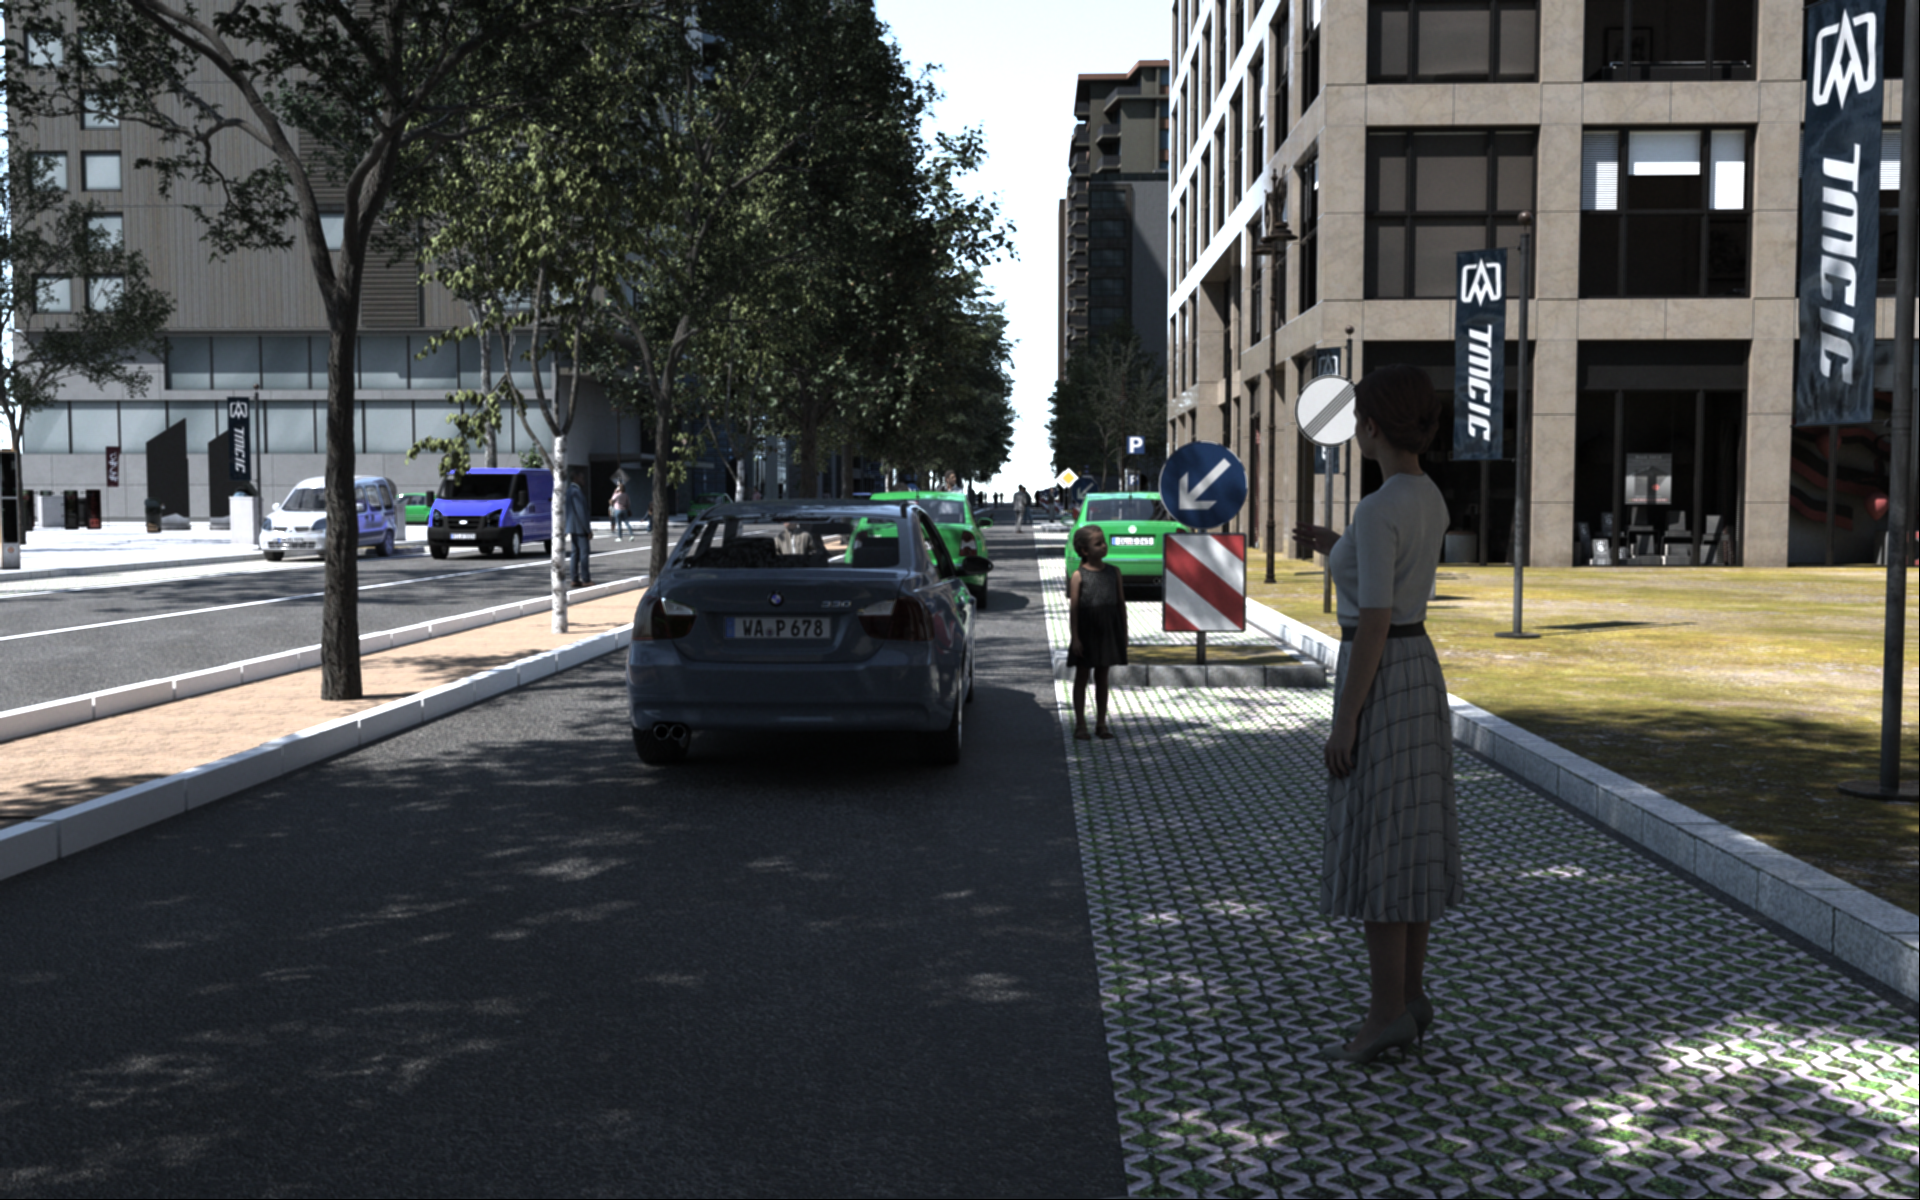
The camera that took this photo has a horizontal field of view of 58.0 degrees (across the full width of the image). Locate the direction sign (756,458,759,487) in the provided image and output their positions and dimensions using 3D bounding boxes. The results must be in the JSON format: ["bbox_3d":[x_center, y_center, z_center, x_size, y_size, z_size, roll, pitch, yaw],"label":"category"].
[{"bbox_3d":[-12.827,-7.214,109.951,0.379,3.537,0.876,0,4,2],"label":"direction sign"}]

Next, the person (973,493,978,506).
[{"bbox_3d":[1.681,-12.019,205.085,0.705,1.814,1.350,-3,5,-42],"label":"person"}]

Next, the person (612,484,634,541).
[{"bbox_3d":[-10.215,-2.665,52.668,0.593,1.750,0.643,-3,5,-42],"label":"person"}]

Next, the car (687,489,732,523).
[{"bbox_3d":[-12.030,-4.600,84.002,1.959,1.807,4.718,0,4,2],"label":"car"}]

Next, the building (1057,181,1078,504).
[{"bbox_3d":[21.293,-36.981,254.750,14.600,45.320,14.200,0,4,2],"label":"building"}]

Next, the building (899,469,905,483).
[{"bbox_3d":[-21.168,-26.626,280.366,27.650,21.520,28.899,0,4,2],"label":"building"}]

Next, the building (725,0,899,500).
[{"bbox_3d":[-19.642,-57.195,247.813,22.319,86.520,31.000,0,4,2],"label":"building"}]

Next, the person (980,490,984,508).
[{"bbox_3d":[2.284,-10.538,180.799,0.705,1.823,1.348,-1,4,-8],"label":"person"}]

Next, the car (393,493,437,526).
[{"bbox_3d":[-22.076,-3.716,69.550,4.718,1.807,1.959,0,4,3],"label":"car"}]

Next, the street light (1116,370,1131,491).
[{"bbox_3d":[6.111,-5.637,64.960,0.468,5.910,1.993,0,4,2],"label":"street light"}]

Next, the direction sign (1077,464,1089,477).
[{"bbox_3d":[9.161,-8.398,129.298,0.876,3.537,0.379,0,4,-2],"label":"direction sign"}]

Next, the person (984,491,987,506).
[{"bbox_3d":[2.913,-12.063,205.600,0.599,1.838,0.709,-1,4,-23],"label":"person"}]

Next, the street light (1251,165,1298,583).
[{"bbox_3d":[4.467,-3.179,24.759,0.468,5.910,1.993,0,4,2],"label":"street light"}]

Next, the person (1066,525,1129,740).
[{"bbox_3d":[0.810,0.187,10.117,0.362,1.253,0.373,-1,4,-14],"label":"person"}]

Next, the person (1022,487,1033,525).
[{"bbox_3d":[3.097,-4.445,81.517,0.721,1.781,0.623,-2,4,-29],"label":"person"}]

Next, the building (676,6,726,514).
[{"bbox_3d":[-23.877,-49.681,124.958,22.319,86.520,31.000,0,4,2],"label":"building"}]

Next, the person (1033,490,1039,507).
[{"bbox_3d":[7.877,-10.251,175.728,1.348,1.869,0.705,-3,4,-38],"label":"person"}]

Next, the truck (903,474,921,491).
[{"bbox_3d":[-4.634,-12.461,193.490,2.967,4.110,18.799,0,4,0],"label":"truck"}]

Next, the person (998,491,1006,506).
[{"bbox_3d":[5.124,-12.595,214.449,1.348,1.821,0.705,2,4,34],"label":"person"}]

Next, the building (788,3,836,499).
[{"bbox_3d":[-23.777,-37.989,163.120,21.231,58.520,28.212,0,4,2],"label":"building"}]

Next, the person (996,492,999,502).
[{"bbox_3d":[6.365,-17.730,298.403,1.348,1.821,0.705,-1,4,-15],"label":"person"}]

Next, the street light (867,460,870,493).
[{"bbox_3d":[-10.159,-13.435,192.448,0.468,5.910,1.993,0,4,2],"label":"street light"}]

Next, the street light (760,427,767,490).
[{"bbox_3d":[-13.047,-8.656,114.313,0.468,5.910,1.993,0,4,2],"label":"street light"}]

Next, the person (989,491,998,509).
[{"bbox_3d":[3.358,-9.922,171.260,0.750,1.759,0.617,-2,4,-30],"label":"person"}]

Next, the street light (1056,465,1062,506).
[{"bbox_3d":[12.558,-15.351,223.770,0.468,5.910,1.993,0,4,2],"label":"street light"}]

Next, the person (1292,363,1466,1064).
[{"bbox_3d":[1.024,0.283,4.443,0.524,1.755,0.480,2,4,34],"label":"person"}]

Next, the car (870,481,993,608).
[{"bbox_3d":[-0.529,-0.876,23.117,1.959,1.807,4.718,0,4,0],"label":"car"}]

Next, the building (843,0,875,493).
[{"bbox_3d":[-20.989,-47.177,209.596,20.563,71.187,20.611,0,4,2],"label":"building"}]

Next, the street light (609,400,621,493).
[{"bbox_3d":[-14.644,-6.213,74.363,0.468,5.910,1.993,0,4,2],"label":"street light"}]

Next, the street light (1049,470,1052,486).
[{"bbox_3d":[15.862,-20.479,307.611,0.468,5.910,1.993,0,4,2],"label":"street light"}]

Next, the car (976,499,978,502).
[{"bbox_3d":[2.597,-16.408,280.072,2.131,1.459,4.920,0,4,1],"label":"car"}]

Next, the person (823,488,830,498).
[{"bbox_3d":[-7.465,-5.403,97.423,0.593,1.750,0.643,2,4,30],"label":"person"}]

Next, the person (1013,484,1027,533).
[{"bbox_3d":[2.248,-3.353,63.515,0.606,1.804,0.583,2,4,32],"label":"person"}]

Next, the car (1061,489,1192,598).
[{"bbox_3d":[2.422,-0.988,24.947,1.959,1.807,4.718,0,4,4],"label":"car"}]

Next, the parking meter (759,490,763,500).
[{"bbox_3d":[-12.867,-6.291,111.275,0.372,1.533,0.369,0,3,0],"label":"parking meter"}]

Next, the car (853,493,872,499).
[{"bbox_3d":[-5.069,-4.801,88.091,1.945,1.707,3.694,0,4,1],"label":"car"}]

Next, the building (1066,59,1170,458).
[{"bbox_3d":[22.731,-32.077,179.076,22.147,44.769,28.867,0,4,2],"label":"building"}]

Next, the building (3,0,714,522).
[{"bbox_3d":[-28.563,-30.564,88.967,28.713,52.752,27.495,0,4,2],"label":"building"}]

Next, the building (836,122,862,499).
[{"bbox_3d":[-22.407,-34.562,188.782,21.300,48.544,21.600,0,4,2],"label":"building"}]

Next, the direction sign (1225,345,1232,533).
[{"bbox_3d":[4.144,-2.129,26.803,0.379,3.537,0.876,1,4,13],"label":"direction sign"}]

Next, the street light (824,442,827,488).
[{"bbox_3d":[-11.665,-10.894,150.907,0.468,5.910,1.993,0,4,2],"label":"street light"}]

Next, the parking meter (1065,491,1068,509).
[{"bbox_3d":[9.123,-8.521,147.730,0.372,1.533,0.369,0,3,0],"label":"parking meter"}]

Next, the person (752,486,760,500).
[{"bbox_3d":[-9.835,-4.564,83.134,0.555,1.821,0.388,2,4,29],"label":"person"}]

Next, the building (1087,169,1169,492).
[{"bbox_3d":[18.596,-23.635,158.130,14.160,30.474,14.107,0,4,2],"label":"building"}]

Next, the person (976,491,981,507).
[{"bbox_3d":[2.252,-11.586,198.073,0.705,1.807,1.348,3,5,40],"label":"person"}]

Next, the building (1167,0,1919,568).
[{"bbox_3d":[16.603,-14.788,46.298,19.350,26.468,34.151,0,4,2],"label":"building"}]

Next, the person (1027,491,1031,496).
[{"bbox_3d":[8.136,-12.031,205.651,0.683,1.767,0.568,-1,4,-15],"label":"person"}]

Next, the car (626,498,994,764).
[{"bbox_3d":[-0.811,0.092,10.503,2.014,1.417,4.499,0,4,2],"label":"car"}]

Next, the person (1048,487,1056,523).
[{"bbox_3d":[4.572,-4.694,85.797,0.362,1.759,0.519,2,4,27],"label":"person"}]

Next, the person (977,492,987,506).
[{"bbox_3d":[2.312,-10.916,187.695,1.217,1.735,0.721,1,4,20],"label":"person"}]
